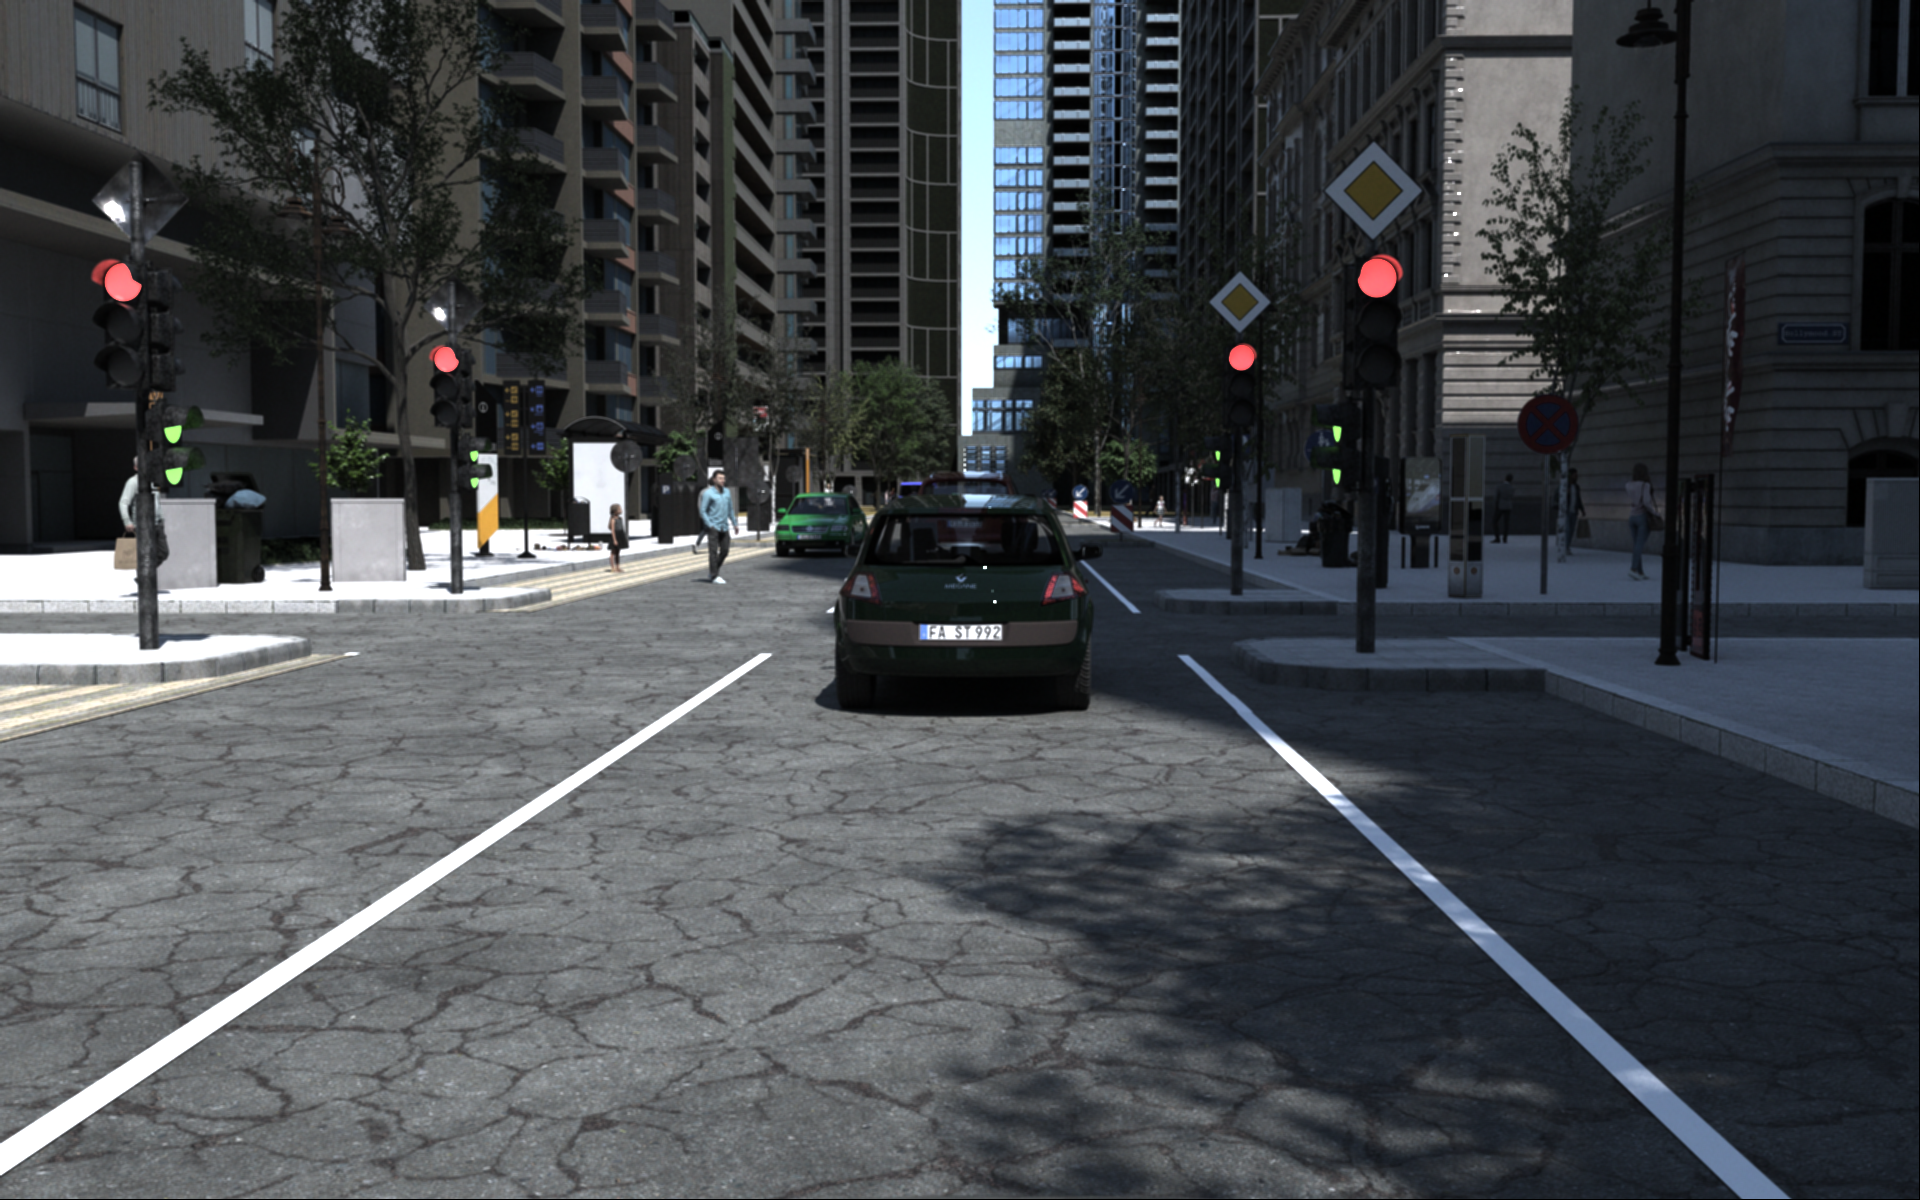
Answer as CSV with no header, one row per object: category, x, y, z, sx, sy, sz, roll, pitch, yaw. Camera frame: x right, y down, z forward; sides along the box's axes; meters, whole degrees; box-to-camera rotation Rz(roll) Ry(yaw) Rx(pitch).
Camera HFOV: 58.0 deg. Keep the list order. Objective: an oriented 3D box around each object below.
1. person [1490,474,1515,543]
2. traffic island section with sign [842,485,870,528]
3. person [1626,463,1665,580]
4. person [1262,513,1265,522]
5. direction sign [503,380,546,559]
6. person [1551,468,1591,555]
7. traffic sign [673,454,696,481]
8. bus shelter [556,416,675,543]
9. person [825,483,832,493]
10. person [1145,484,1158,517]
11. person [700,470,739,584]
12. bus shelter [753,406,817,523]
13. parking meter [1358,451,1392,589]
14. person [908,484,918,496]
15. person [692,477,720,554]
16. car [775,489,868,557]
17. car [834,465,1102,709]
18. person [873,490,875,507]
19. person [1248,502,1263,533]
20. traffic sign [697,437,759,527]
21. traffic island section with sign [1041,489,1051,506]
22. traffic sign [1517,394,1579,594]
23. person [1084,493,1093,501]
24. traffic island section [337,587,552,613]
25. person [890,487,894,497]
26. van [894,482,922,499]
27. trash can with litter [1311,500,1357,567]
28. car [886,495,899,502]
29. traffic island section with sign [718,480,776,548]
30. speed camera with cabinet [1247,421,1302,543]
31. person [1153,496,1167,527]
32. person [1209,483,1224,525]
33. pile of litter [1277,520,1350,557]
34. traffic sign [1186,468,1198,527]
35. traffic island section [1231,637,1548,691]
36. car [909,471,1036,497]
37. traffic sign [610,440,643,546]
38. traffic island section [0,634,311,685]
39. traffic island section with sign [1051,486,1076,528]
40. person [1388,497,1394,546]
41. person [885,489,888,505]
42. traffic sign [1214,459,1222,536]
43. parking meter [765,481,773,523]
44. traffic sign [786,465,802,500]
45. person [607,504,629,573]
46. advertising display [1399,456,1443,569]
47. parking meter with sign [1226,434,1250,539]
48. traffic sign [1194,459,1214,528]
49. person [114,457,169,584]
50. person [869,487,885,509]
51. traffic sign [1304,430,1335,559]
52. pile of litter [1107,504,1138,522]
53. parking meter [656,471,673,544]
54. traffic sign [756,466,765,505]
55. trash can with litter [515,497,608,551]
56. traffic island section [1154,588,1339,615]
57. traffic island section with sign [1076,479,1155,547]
person,14.251,-2.401,45.480,0.592,1.802,0.473,1,4,11
traffic island section with sign,-4.682,-3.990,73.869,1.989,1.847,2.006,0,4,2
person,10.153,-1.177,25.884,0.643,1.750,0.593,-2,4,-24
person,14.166,-4.448,79.361,0.643,1.750,0.593,2,4,24
direction sign,-8.669,-2.602,34.538,0.876,3.537,0.379,1,4,12
person,12.829,-1.852,36.311,0.794,1.824,0.713,0,4,-4
traffic sign,-8.865,-3.403,55.751,0.768,2.556,0.104,0,4,7
bus shelter,-9.368,-3.284,47.614,2.014,3.302,5.546,0,4,2
person,-6.968,-5.216,91.198,0.818,1.842,0.514,0,4,6
person,10.607,-5.490,95.717,0.836,1.842,0.656,-1,4,-13
person,-3.923,-1.187,27.931,0.620,1.820,0.660,3,4,38
bus shelter,-8.300,-6.364,81.690,2.179,5.291,8.768,0,4,2
parking meter,5.648,-1.094,23.602,0.399,1.863,0.255,2,4,33
person,-1.339,-2.621,52.195,0.563,1.720,0.643,-2,4,-26
person,-5.974,-2.001,41.059,0.661,1.843,0.795,2,4,35
car,-3.235,-1.965,40.931,1.959,1.807,4.718,0,4,3
car,0.081,-0.194,12.957,2.009,1.686,4.222,0,4,2
person,-8.411,-10.103,171.945,0.721,1.735,1.217,-1,4,-11
person,9.603,-3.129,57.070,0.748,1.841,0.638,2,4,26
traffic sign,-8.327,-4.172,62.087,2.265,3.308,0.079,0,4,7
traffic island section with sign,6.481,-7.062,124.092,1.989,1.847,2.006,0,4,2
traffic sign,7.486,-1.348,22.138,0.768,2.556,0.104,0,4,4
person,10.502,-8.426,144.636,1.217,1.723,0.721,0,4,-2
traffic island section,-6.498,-0.002,22.321,2.009,0.180,2.903,0,4,2
person,-5.276,-7.986,136.583,0.705,1.831,1.348,1,4,18
van,-2.080,-5.035,86.713,2.240,2.365,5.245,0,4,2
trash can with litter,6.759,-1.168,30.480,1.055,1.170,0.624,-2,4,-28
car,-3.788,-6.145,112.470,2.014,1.417,4.499,0,4,2
traffic island section with sign,-5.465,-2.341,46.905,1.989,1.847,2.006,0,4,2
speed camera with cabinet,8.404,-3.189,46.469,0.660,3.252,2.038,-1,4,-21
person,7.869,-3.483,68.004,0.505,1.210,0.382,-3,4,-36
person,10.706,-3.999,72.019,0.643,1.750,0.593,1,4,15
pile of litter,7.373,-1.354,36.097,1.176,0.858,1.719,-2,4,-27
traffic sign,9.077,-3.999,67.509,0.606,2.300,0.079,0,4,6
traffic island section,3.309,0.504,14.046,2.009,0.180,2.903,0,4,2
car,0.180,-1.301,29.940,2.281,1.827,5.304,0,4,2
traffic sign,-7.856,-2.489,40.801,0.768,2.556,0.104,0,4,4
traffic island section,-6.728,0.486,14.339,2.009,0.180,2.903,0,4,2
traffic island section with sign,5.060,-4.048,74.814,1.989,1.847,2.006,0,4,2
person,10.442,-2.080,42.649,0.523,1.515,0.503,2,4,29
person,-6.355,-8.942,152.906,0.551,1.740,0.621,-1,4,-9
traffic sign,8.043,-3.265,53.382,0.884,2.594,0.081,0,4,4
parking meter,-8.370,-4.297,75.965,0.255,1.863,0.399,2,4,27
traffic sign,-7.273,-4.629,75.797,0.768,2.556,0.104,1,4,11
person,-6.218,-1.123,31.536,0.373,1.253,0.362,2,4,28
advertising display,7.983,-1.516,30.008,0.974,1.923,0.123,-2,4,-34
parking meter with sign,7.953,-3.269,49.713,0.543,3.016,1.738,1,4,15
traffic sign,9.086,-3.971,64.926,0.884,2.594,0.081,0,4,8
person,-10.281,-0.926,21.663,0.515,1.767,0.782,1,4,11
person,-6.317,-7.728,132.400,1.348,1.823,0.705,-2,4,-25
traffic sign,7.211,-2.097,34.390,0.768,2.556,0.104,1,4,10
pile of litter,7.598,-3.986,79.139,1.719,0.858,1.176,2,4,34
parking meter,-7.604,-2.378,44.588,0.399,1.863,0.255,-1,4,-21
traffic sign,-8.809,-4.578,74.963,0.768,2.556,0.104,1,4,10
trash can with litter,-9.053,-1.751,39.679,2.233,1.210,1.678,1,4,11
traffic island section,3.539,0.015,22.028,2.009,0.180,2.903,0,4,2
traffic island section with sign,4.279,-2.376,47.480,1.989,1.847,2.006,0,4,2
